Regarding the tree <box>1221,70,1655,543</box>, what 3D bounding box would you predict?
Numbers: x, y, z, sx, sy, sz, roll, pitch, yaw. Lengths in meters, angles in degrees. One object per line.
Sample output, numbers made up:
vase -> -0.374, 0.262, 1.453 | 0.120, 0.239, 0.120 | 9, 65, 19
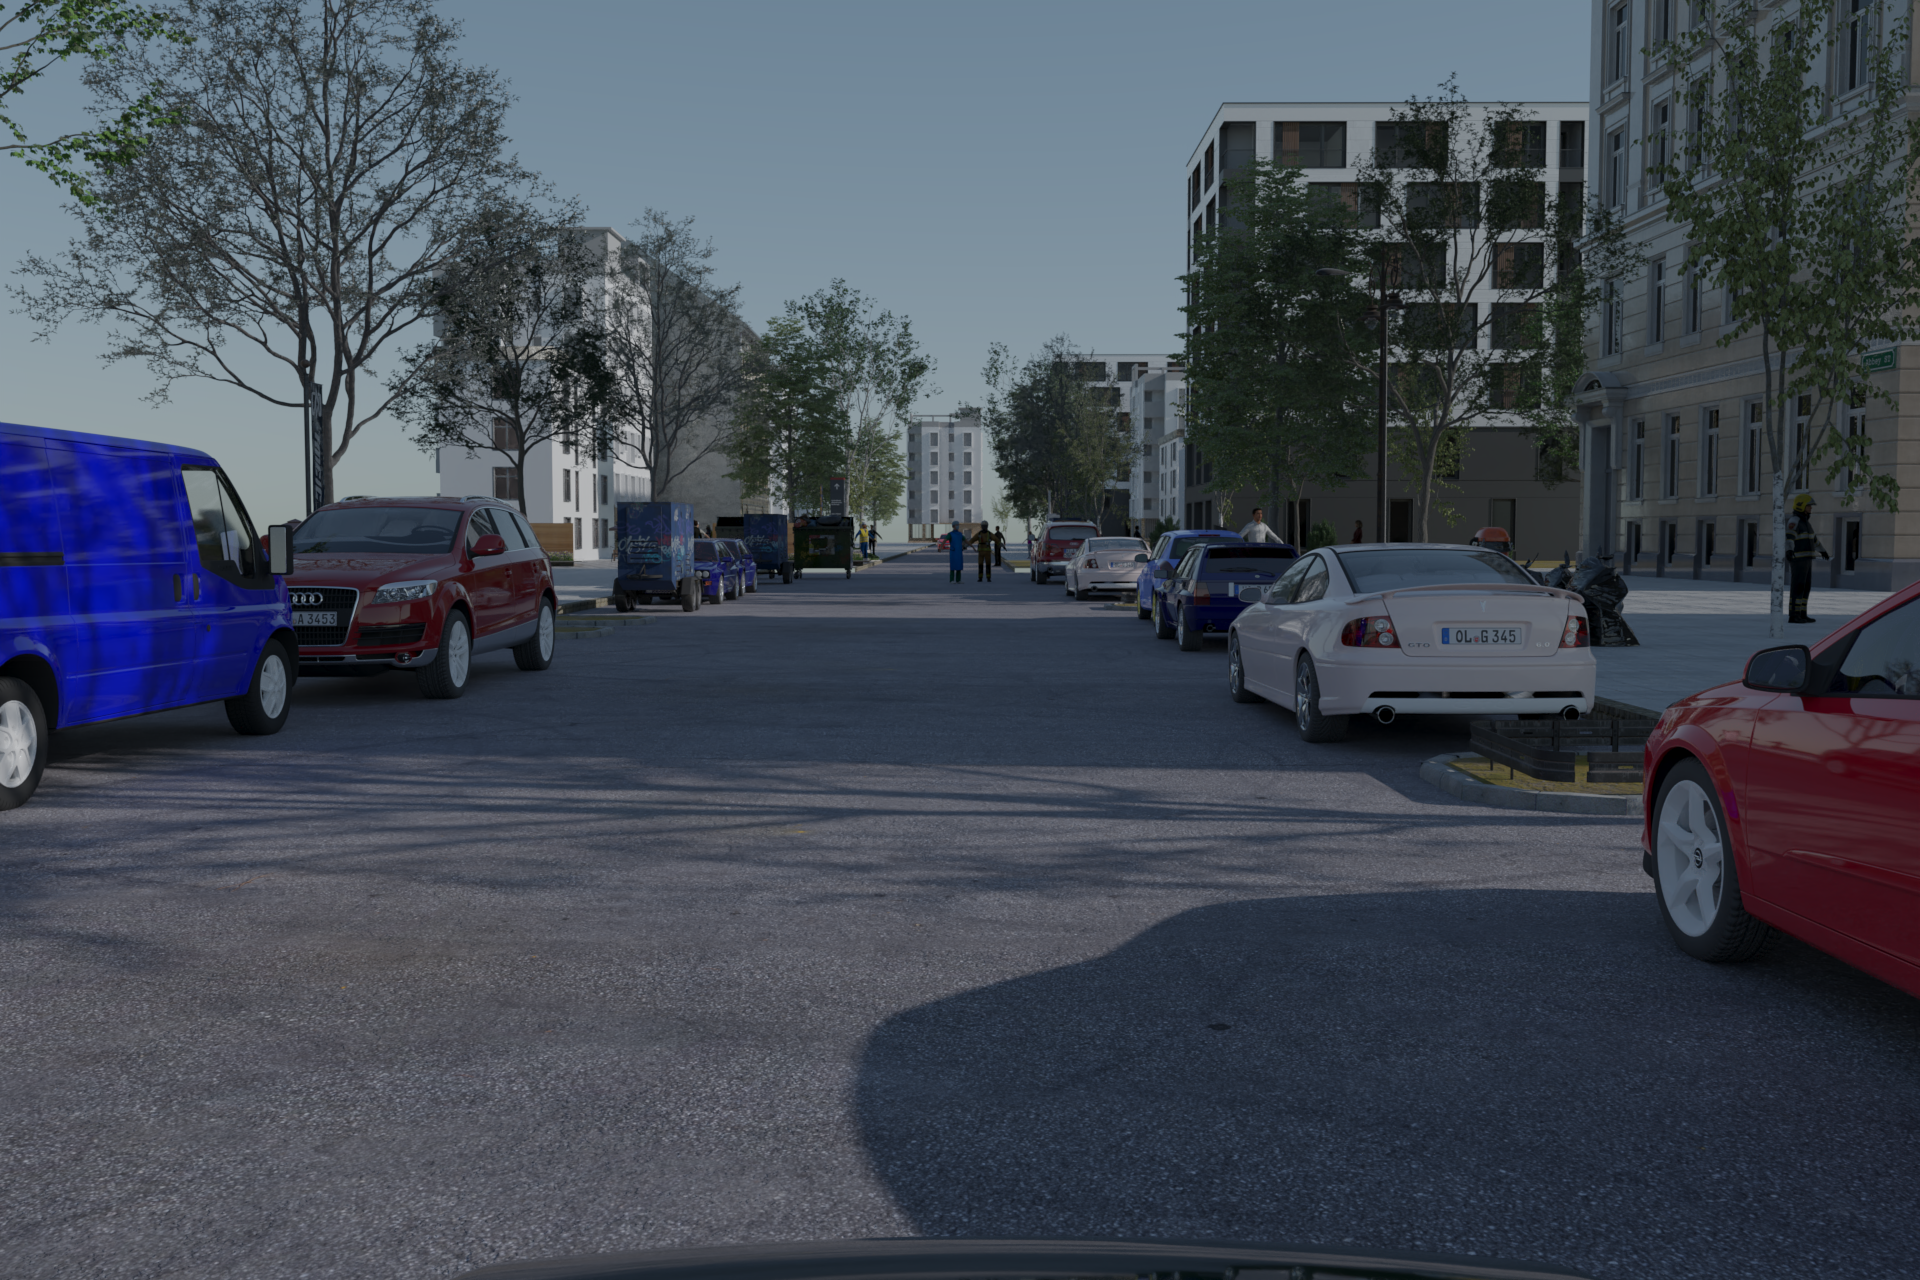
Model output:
tree -> 9.593, -6.210, 35.950 | 8.767, 10.594, 7.601 | 1, 4, 12

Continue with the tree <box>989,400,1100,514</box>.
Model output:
tree -> 6.284, -11.381, 120.495 | 7.601, 10.594, 8.767 | 2, 4, 34

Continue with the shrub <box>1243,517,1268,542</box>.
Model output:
shrub -> 14.188, -4.736, 81.477 | 1.661, 2.075, 1.752 | 0, 3, 0

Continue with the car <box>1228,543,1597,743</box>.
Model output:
car -> 3.267, -0.056, 13.278 | 2.083, 1.381, 4.827 | 0, 4, -1

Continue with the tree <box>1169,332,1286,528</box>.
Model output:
tree -> 9.816, -6.920, 63.499 | 4.737, 8.622, 4.395 | 0, 3, 0

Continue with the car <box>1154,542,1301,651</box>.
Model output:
car -> 3.545, -0.606, 22.486 | 1.945, 1.354, 3.894 | 0, 3, 0

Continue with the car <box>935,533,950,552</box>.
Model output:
car -> -0.899, -7.970, 139.352 | 2.155, 1.783, 4.494 | 0, 4, 0

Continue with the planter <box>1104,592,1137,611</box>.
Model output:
planter -> 3.764, -0.731, 33.085 | 1.991, 0.319, 1.994 | 0, 4, 1

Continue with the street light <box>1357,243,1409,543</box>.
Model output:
street light -> 6.761, -3.367, 27.837 | 0.468, 5.910, 1.993 | 0, 3, 0

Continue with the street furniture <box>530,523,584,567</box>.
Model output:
street furniture -> -19.700, -3.860, 69.967 | 9.812, 1.723, 11.010 | -1, 4, -11

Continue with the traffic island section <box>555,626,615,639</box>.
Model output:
traffic island section -> -5.973, -0.100, 24.494 | 1.991, 0.108, 1.994 | 0, 4, 1

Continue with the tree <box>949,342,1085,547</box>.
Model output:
tree -> 5.751, -19.288, 171.246 | 12.611, 20.169, 13.585 | 0, 3, 0

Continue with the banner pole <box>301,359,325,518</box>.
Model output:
banner pole -> -9.367, -2.148, 25.131 | 0.401, 3.779, 0.863 | 0, 4, 1

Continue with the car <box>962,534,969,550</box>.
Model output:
car -> -0.192, -9.136, 159.161 | 2.009, 1.686, 4.222 | 0, 4, -1

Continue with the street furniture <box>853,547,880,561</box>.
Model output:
street furniture -> -8.840, -4.169, 83.794 | 10.072, 0.657, 5.734 | 0, 4, 1

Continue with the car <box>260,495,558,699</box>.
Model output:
car -> -5.359, -0.494, 16.744 | 2.281, 1.827, 5.304 | 0, 4, 0

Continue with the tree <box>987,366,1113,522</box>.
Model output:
tree -> 7.019, -13.706, 130.749 | 9.857, 13.997, 8.962 | 0, 3, 0

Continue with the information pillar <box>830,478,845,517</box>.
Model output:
information pillar -> -5.619, -5.523, 79.685 | 0.750, 3.857, 0.750 | 0, 4, 1

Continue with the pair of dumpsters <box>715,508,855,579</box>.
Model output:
pair of dumpsters -> -5.589, -3.085, 55.385 | 4.436, 2.255, 1.574 | 0, 4, 0

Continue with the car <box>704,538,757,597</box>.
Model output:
car -> -5.818, -1.734, 40.938 | 1.945, 1.354, 3.894 | 0, 4, 0

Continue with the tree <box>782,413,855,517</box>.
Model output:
tree -> -8.449, -9.166, 100.221 | 4.737, 8.622, 4.395 | 0, 3, 0

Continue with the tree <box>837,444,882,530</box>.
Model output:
tree -> -8.661, -11.564, 139.434 | 4.737, 8.622, 4.395 | 0, 3, 0

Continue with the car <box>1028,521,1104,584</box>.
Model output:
car -> 3.159, -2.578, 50.818 | 2.281, 1.827, 5.304 | 0, 4, 0

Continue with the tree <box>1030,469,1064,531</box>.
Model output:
tree -> 7.295, -11.588, 139.830 | 4.737, 8.622, 4.395 | 0, 3, 0

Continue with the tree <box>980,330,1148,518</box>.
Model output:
tree -> 6.405, -11.939, 105.571 | 12.009, 13.543, 11.850 | 0, 3, 0

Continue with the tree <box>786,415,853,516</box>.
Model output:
tree -> -7.953, -9.562, 106.694 | 4.360, 8.622, 3.978 | 0, 3, 0

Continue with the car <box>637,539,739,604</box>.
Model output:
car -> -5.703, -1.462, 36.485 | 1.945, 1.354, 3.894 | 0, 3, 0

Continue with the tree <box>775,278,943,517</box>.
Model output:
tree -> -7.602, -16.536, 126.253 | 12.611, 20.169, 13.585 | 0, 3, 0

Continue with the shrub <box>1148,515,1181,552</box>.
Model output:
shrub -> 8.194, -3.934, 68.357 | 1.661, 2.075, 1.752 | 0, 3, 0

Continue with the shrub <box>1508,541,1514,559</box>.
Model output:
shrub -> 23.244, -3.864, 74.294 | 1.383, 1.207, 1.383 | 0, 3, 0

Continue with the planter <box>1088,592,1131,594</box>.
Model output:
planter -> 3.861, -1.318, 42.695 | 1.991, 0.319, 1.994 | 0, 4, 1

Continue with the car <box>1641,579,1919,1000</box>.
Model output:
car -> 3.346, 0.275, 4.543 | 2.155, 1.783, 4.494 | 0, 4, 0

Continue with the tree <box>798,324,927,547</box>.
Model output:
tree -> -8.874, -18.174, 153.030 | 12.611, 20.169, 13.585 | 0, 3, 0

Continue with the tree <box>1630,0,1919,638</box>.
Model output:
tree -> 10.184, -4.314, 20.900 | 4.737, 8.622, 4.395 | 0, 3, 0

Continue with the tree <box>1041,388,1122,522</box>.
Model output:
tree -> 6.501, -8.360, 87.043 | 4.360, 8.622, 3.978 | 0, 3, 0

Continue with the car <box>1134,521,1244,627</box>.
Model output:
car -> 3.822, -1.125, 27.989 | 1.945, 1.707, 3.694 | 0, 4, 0

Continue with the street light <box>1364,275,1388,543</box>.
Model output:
street light -> 7.997, -3.541, 30.433 | 1.470, 5.913, 1.316 | 0, 3, 0

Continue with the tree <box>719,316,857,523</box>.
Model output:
tree -> -9.110, -10.571, 90.955 | 7.486, 12.596, 7.792 | 0, 3, 0

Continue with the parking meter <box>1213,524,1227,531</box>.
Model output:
parking meter -> 6.841, -2.272, 45.561 | 0.372, 1.533, 0.369 | 0, 3, 0

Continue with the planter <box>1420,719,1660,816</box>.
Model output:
planter -> 3.698, 0.694, 9.800 | 1.991, 0.319, 1.994 | 0, 3, 0

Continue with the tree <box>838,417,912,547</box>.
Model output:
tree -> -8.362, -15.257, 167.581 | 7.486, 12.596, 7.792 | 0, 3, 0

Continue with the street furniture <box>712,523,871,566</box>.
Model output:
street furniture -> -6.687, -3.941, 71.292 | 11.010, 1.723, 9.812 | 0, 4, -4

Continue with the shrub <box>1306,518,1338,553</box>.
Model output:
shrub -> 17.004, -4.713, 81.097 | 1.661, 2.075, 1.752 | 0, 3, 0

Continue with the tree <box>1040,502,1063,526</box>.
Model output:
tree -> 7.742, -12.621, 156.718 | 4.737, 8.622, 4.395 | 0, 3, 0

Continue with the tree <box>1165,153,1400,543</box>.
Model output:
tree -> 9.766, -8.209, 52.350 | 7.486, 12.596, 7.792 | 0, 3, 0

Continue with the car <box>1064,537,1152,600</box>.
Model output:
car -> 3.394, -1.614, 38.750 | 2.083, 1.381, 4.827 | 0, 4, -1

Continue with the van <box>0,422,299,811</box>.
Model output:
van -> -5.828, -0.381, 10.614 | 2.240, 2.365, 5.245 | 0, 4, 1

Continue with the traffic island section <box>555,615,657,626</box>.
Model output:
traffic island section -> -5.963, -0.306, 27.875 | 1.991, 0.108, 1.994 | 0, 4, 1
